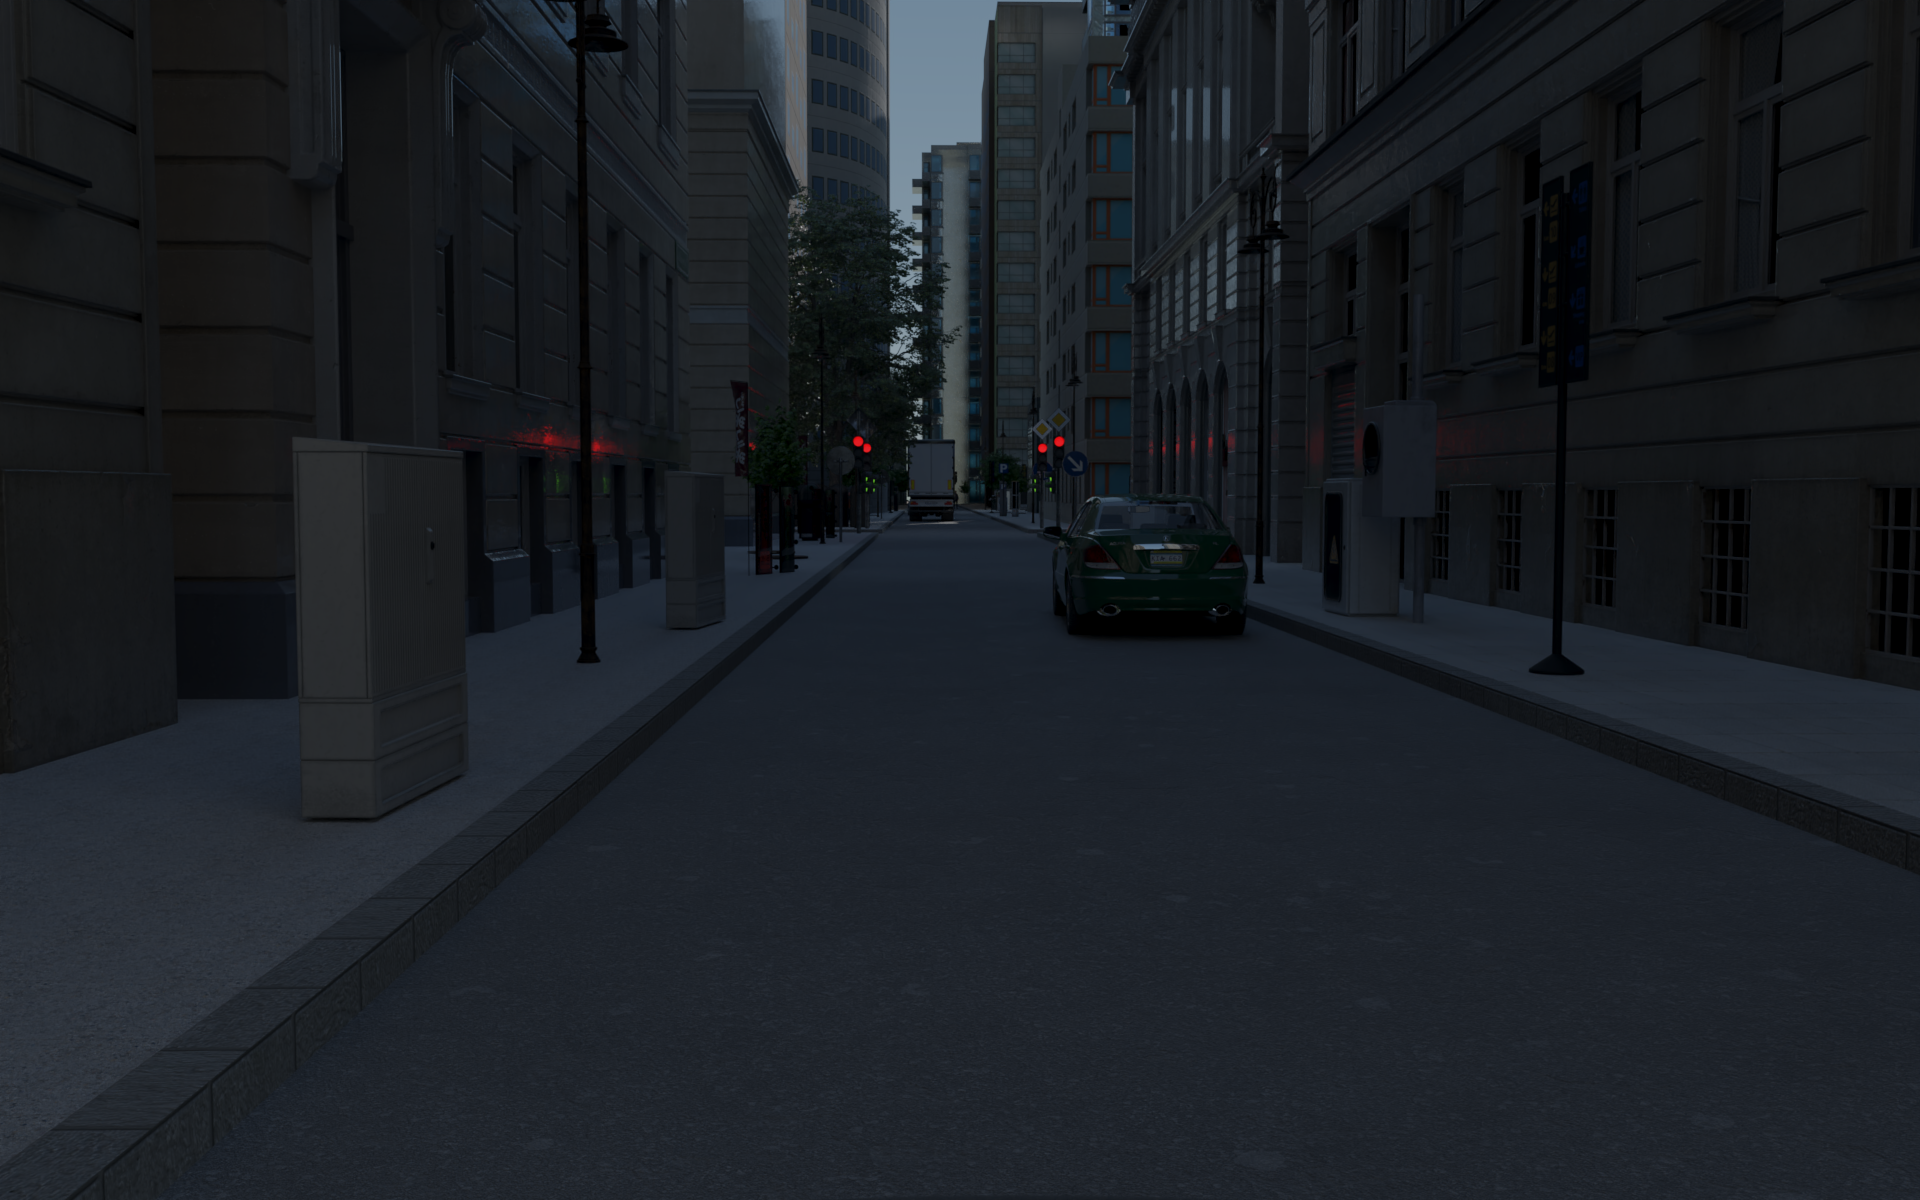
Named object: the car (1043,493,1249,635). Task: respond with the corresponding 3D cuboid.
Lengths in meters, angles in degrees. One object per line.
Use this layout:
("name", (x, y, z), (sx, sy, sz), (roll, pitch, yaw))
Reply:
("car", (2.006, -0.445, 19.080), (2.131, 1.459, 4.920), (0, 4, 0))

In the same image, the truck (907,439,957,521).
("truck", (-1.530, -6.438, 94.179), (2.839, 4.237, 11.283), (0, 4, -1))

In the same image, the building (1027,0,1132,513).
("building", (16.357, -48.647, 108.054), (22.319, 86.520, 31.000), (0, 4, -1))

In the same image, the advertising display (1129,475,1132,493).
("advertising display", (6.074, -3.182, 57.236), (0.974, 1.923, 0.123), (1, 4, 14))

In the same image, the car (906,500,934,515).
("car", (-2.663, -6.462, 117.657), (2.014, 1.417, 4.499), (0, 4, -3))

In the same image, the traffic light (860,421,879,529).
("traffic light", (-3.429, -4.606, 64.236), (0.839, 4.253, 0.868), (0, 4, -1))

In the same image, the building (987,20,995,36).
("building", (9.331, -31.322, 162.220), (14.600, 45.320, 14.200), (0, 4, -1))

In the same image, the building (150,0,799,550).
("building", (-14.908, -16.015, 47.745), (20.117, 28.700, 13.634), (0, 4, -1))

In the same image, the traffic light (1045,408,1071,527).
("traffic light", (3.190, -4.127, 56.397), (0.839, 4.253, 0.868), (0, 4, -1))

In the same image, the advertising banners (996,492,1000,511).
("advertising banners", (2.956, -8.234, 130.820), (0.090, 3.025, 2.074), (1, 4, 14))

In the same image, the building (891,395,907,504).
("building", (-22.734, -56.257, 232.481), (31.000, 86.520, 22.319), (0, 4, -1))

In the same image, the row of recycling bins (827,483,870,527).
("row of recycling bins", (-5.054, -3.688, 67.411), (3.534, 1.692, 1.069), (2, 4, 30))

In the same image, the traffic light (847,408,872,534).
("traffic light", (-3.270, -4.118, 56.252), (0.839, 4.253, 0.868), (0, 4, -1))

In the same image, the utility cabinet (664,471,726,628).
("utility cabinet", (-2.557, -0.500, 16.859), (0.318, 1.500, 1.173), (0, 4, 6))

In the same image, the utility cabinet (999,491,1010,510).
("utility cabinet", (3.495, -7.995, 139.393), (0.318, 1.500, 1.173), (3, 5, 42))

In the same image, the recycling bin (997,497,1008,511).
("recycling bin", (3.154, -7.108, 128.767), (0.722, 1.027, 0.722), (0, 4, -6))

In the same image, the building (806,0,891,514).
("building", (-15.601, -35.296, 119.090), (21.231, 58.520, 28.212), (0, 4, -1))

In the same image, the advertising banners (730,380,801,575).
("advertising banners", (-3.112, -1.919, 27.564), (0.090, 3.025, 2.074), (2, 4, 23))

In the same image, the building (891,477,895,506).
("building", (-22.955, -29.830, 179.605), (32.217, 40.220, 23.993), (0, 4, -1))

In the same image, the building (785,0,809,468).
("building", (-14.859, -26.559, 84.348), (14.600, 45.320, 14.200), (0, 4, -1))

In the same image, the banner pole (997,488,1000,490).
("banner pole", (3.204, -8.859, 134.865), (0.863, 3.779, 0.401), (2, 4, 30))

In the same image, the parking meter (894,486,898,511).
("parking meter", (-4.779, -7.561, 129.328), (0.255, 1.863, 0.399), (1, 4, 16))

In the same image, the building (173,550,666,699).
("building", (-10.612, -14.289, 19.535), (13.634, 28.700, 20.117), (0, 4, -1))

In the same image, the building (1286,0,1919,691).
("building", (13.386, -11.103, 14.820), (16.112, 22.955, 30.059), (0, 4, -1))

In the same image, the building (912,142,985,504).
("building", (8.783, -37.661, 235.370), (30.456, 49.044, 23.786), (0, 4, -1))

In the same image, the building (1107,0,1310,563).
("building", (11.527, -12.316, 43.173), (13.314, 21.916, 24.055), (0, 4, -1))

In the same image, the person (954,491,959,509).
("person", (-0.347, -9.512, 164.547), (0.617, 1.759, 0.750), (-1, 4, -16))

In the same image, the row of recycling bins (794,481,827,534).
("row of recycling bins", (-6.260, -3.023, 56.541), (3.534, 1.692, 1.069), (0, 4, 6))

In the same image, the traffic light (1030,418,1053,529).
("traffic light", (3.031, -4.615, 64.380), (0.839, 4.253, 0.868), (0, 4, -1))

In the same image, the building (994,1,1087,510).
("building", (9.901, -28.419, 148.237), (14.154, 41.232, 14.086), (0, 4, -1))

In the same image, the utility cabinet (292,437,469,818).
("utility cabinet", (-2.396, 0.085, 7.289), (0.318, 1.500, 1.173), (0, 4, 2))

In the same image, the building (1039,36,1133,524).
("building", (19.012, -14.355, 79.743), (28.899, 21.520, 27.650), (0, 4, -1))

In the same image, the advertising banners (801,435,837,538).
("advertising banners", (-4.204, -3.345, 50.882), (0.090, 3.025, 2.074), (-3, 4, -36))
